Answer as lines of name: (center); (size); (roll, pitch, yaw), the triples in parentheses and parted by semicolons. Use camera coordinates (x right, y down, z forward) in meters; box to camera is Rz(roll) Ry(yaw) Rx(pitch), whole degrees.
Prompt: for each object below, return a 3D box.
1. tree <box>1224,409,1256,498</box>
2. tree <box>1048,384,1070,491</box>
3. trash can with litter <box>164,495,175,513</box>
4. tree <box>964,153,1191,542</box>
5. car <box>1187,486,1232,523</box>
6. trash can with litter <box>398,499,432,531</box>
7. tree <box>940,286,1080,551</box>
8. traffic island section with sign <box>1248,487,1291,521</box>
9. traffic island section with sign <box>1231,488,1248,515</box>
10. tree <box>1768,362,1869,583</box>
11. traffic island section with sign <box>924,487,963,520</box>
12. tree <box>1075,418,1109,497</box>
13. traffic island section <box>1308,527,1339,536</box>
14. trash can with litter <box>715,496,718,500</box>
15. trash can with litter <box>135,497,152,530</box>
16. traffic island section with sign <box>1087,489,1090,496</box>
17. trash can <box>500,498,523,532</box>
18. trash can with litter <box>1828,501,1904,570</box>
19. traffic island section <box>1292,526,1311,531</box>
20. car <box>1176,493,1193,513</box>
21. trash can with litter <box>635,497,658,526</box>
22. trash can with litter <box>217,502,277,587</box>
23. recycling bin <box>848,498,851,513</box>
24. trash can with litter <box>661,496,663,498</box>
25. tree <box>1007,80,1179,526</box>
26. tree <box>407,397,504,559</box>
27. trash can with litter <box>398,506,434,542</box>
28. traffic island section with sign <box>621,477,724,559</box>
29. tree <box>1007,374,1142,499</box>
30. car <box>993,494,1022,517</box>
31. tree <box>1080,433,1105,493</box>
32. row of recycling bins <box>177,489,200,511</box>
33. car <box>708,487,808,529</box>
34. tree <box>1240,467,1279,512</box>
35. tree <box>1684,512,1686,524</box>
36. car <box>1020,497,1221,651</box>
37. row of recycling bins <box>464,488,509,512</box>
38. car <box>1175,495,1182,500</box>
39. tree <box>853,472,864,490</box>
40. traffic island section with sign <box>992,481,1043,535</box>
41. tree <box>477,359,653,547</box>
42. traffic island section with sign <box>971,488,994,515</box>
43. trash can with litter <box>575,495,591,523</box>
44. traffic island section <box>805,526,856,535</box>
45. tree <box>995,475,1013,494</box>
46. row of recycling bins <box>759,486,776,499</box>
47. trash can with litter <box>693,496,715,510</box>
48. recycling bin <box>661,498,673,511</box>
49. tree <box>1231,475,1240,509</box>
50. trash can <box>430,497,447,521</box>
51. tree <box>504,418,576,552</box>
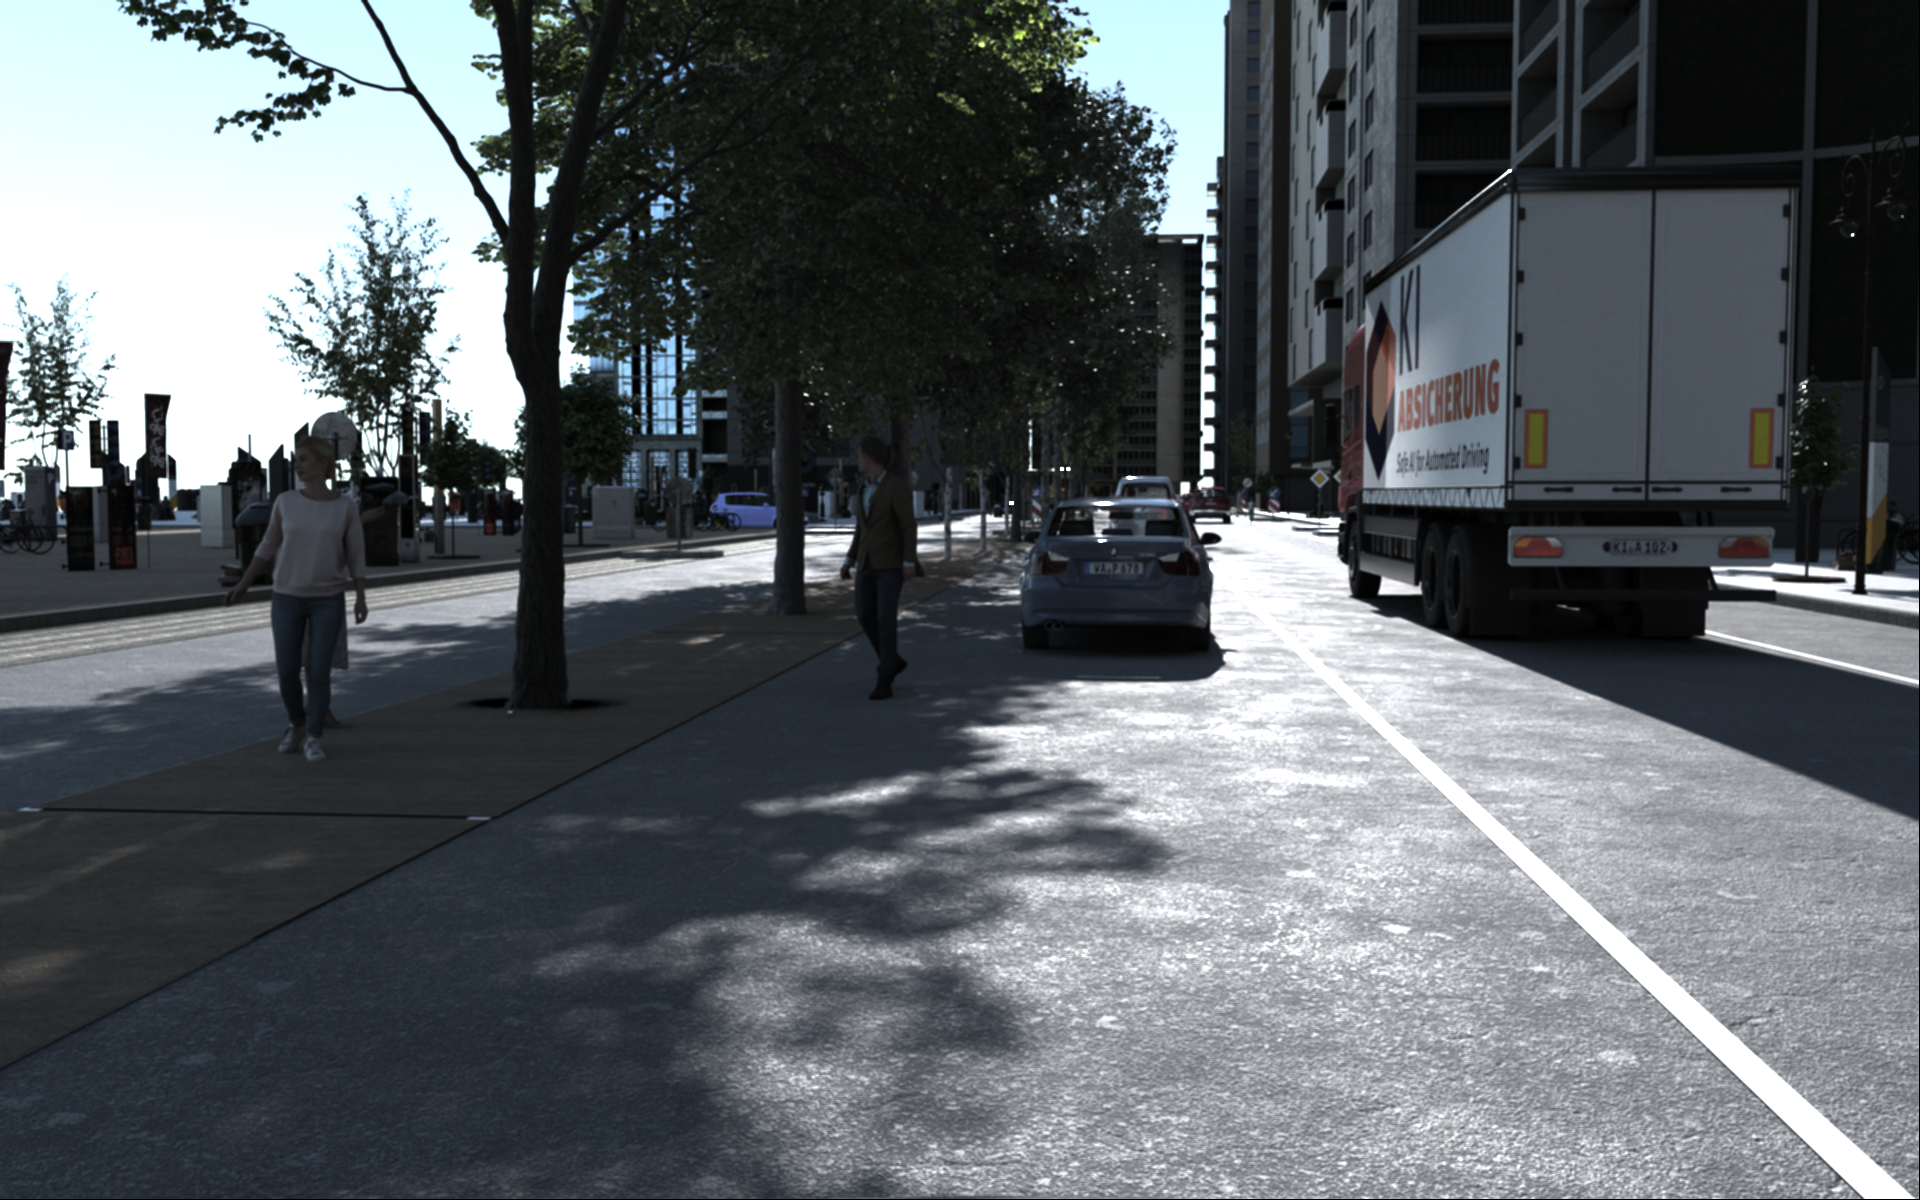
tree: (24.469, -12.038, 147.186); (4.737, 8.622, 4.395); (0, 3, 0)
tree: (1.618, -6.527, 59.536); (4.360, 8.622, 3.978); (0, 3, 0)
trash can with litter: (-52.984, -6.404, 115.755); (1.678, 1.210, 2.233); (-2, 4, -27)
tree: (1.682, -8.455, 51.070); (12.009, 13.543, 11.850); (0, 3, 0)
car: (12.522, -4.783, 86.875); (2.281, 1.827, 5.304); (0, 4, 7)
trash can with litter: (-19.131, -3.021, 60.452); (1.678, 1.210, 2.233); (-1, 4, -9)
tree: (0.599, -5.505, 42.828); (4.737, 8.622, 4.395); (0, 3, 0)
traffic island section with sign: (16.595, -5.131, 92.523); (1.989, 1.847, 2.006); (0, 4, 6)
traffic island section with sign: (19.380, -6.832, 120.333); (1.989, 1.847, 2.006); (0, 4, 6)
tree: (12.606, -1.888, 25.469); (1.663, 3.219, 1.824); (0, 3, 0)
traffic island section with sign: (-0.853, -5.262, 94.661); (1.989, 1.847, 2.006); (0, 4, 6)
tree: (9.229, -10.655, 127.023); (4.360, 8.622, 3.978); (0, 3, 0)
traffic island section: (13.332, -2.313, 60.102); (2.009, 0.180, 2.903); (0, 4, 6)
trash can with litter: (-18.499, -7.327, 131.178); (0.624, 1.170, 1.055); (3, 4, 37)
trash can with litter: (-29.423, -3.108, 62.204); (0.624, 1.170, 1.055); (-3, 4, -39)
traffic island section with sign: (10.449, -8.284, 143.586); (2.006, 1.907, 1.989); (0, 4, 6)
trash can: (-15.071, -2.848, 58.214); (0.748, 1.137, 0.748); (0, 3, 0)
trash can with litter: (15.214, -1.082, 29.084); (1.055, 1.170, 0.624); (1, 4, 19)
traffic island section: (14.127, -2.799, 68.047); (2.009, 0.180, 2.903); (0, 4, 6)
car: (14.622, -6.115, 109.021); (2.155, 1.783, 4.494); (0, 4, 6)
trash can with litter: (-12.814, -3.613, 70.464); (1.055, 1.170, 0.624); (1, 4, 10)
trash can with litter: (-9.940, -0.792, 24.342); (0.624, 1.170, 1.055); (0, 4, 7)
recycling bin: (-7.427, -6.459, 118.152); (0.722, 1.027, 0.722); (1, 4, 13)
trash can with litter: (-19.542, -6.183, 112.143); (2.233, 1.210, 1.678); (0, 4, 5)
tree: (2.539, -13.242, 74.852); (12.611, 20.169, 13.585); (0, 3, 0)
tree: (-10.180, -2.450, 34.654); (1.663, 3.219, 1.824); (0, 3, 0)
trash can with litter: (-14.422, -2.119, 46.036); (0.624, 1.170, 1.055); (3, 5, 40)
traffic island section with sign: (-6.421, -1.862, 39.077); (1.989, 1.847, 2.006); (0, 4, 6)
tree: (6.126, -9.863, 98.137); (8.767, 10.594, 7.601); (0, 4, 6)
car: (3.104, -6.020, 108.214); (2.009, 1.686, 4.222); (0, 4, 7)
tree: (9.360, -10.958, 131.986); (4.737, 8.622, 4.395); (0, 3, 0)
row of recycling bins: (-59.588, -7.810, 134.812); (1.069, 1.692, 3.534); (1, 4, 17)
car: (-7.526, -3.370, 64.695); (3.694, 1.707, 1.945); (0, 4, 6)
tree: (22.087, -8.136, 127.625); (1.663, 3.219, 1.824); (0, 3, 0)
tree: (13.198, -2.260, 31.560); (1.663, 3.219, 1.824); (0, 3, 0)
car: (1.597, -0.320, 17.235); (2.014, 1.417, 4.499); (0, 4, 7)
row of recycling bins: (-33.487, -7.069, 122.698); (3.534, 1.692, 1.069); (1, 4, 10)
car: (16.428, -7.372, 132.886); (2.083, 1.381, 4.827); (0, 4, 7)
tree: (-4.517, -5.636, 86.748); (1.663, 3.219, 1.824); (0, 3, 0)
traffic island section with sign: (2.224, -3.261, 61.450); (2.006, 1.907, 1.989); (0, 4, 6)
tree: (-9.228, -3.589, 42.398); (4.285, 4.588, 4.351); (0, 3, 0)
traffic island section with sign: (1.821, -6.904, 121.503); (1.989, 1.847, 2.006); (0, 4, 6)
trash can with litter: (-17.538, -3.995, 76.381); (2.233, 1.210, 1.678); (-2, 4, -35)
traffic island section: (-4.470, -2.422, 61.883); (2.009, 0.180, 2.903); (0, 4, 6)
tree: (4.203, -10.800, 171.174); (1.663, 3.219, 1.824); (0, 3, 0)
row of recycling bins: (-8.729, -4.876, 86.829); (3.534, 1.692, 1.069); (3, 5, 39)
trash can with litter: (-14.794, -5.378, 99.312); (0.624, 1.170, 1.055); (2, 4, 32)
recycling bin: (-21.159, -6.869, 124.858); (0.722, 1.027, 0.722); (1, 4, 9)
tree: (24.505, -9.558, 150.875); (1.663, 3.219, 1.824); (0, 3, 0)
trash can: (-23.880, -4.143, 79.392); (0.748, 1.137, 0.748); (0, 3, 0)
tree: (-9.223, -2.671, 38.267); (1.663, 3.219, 1.824); (0, 3, 0)
